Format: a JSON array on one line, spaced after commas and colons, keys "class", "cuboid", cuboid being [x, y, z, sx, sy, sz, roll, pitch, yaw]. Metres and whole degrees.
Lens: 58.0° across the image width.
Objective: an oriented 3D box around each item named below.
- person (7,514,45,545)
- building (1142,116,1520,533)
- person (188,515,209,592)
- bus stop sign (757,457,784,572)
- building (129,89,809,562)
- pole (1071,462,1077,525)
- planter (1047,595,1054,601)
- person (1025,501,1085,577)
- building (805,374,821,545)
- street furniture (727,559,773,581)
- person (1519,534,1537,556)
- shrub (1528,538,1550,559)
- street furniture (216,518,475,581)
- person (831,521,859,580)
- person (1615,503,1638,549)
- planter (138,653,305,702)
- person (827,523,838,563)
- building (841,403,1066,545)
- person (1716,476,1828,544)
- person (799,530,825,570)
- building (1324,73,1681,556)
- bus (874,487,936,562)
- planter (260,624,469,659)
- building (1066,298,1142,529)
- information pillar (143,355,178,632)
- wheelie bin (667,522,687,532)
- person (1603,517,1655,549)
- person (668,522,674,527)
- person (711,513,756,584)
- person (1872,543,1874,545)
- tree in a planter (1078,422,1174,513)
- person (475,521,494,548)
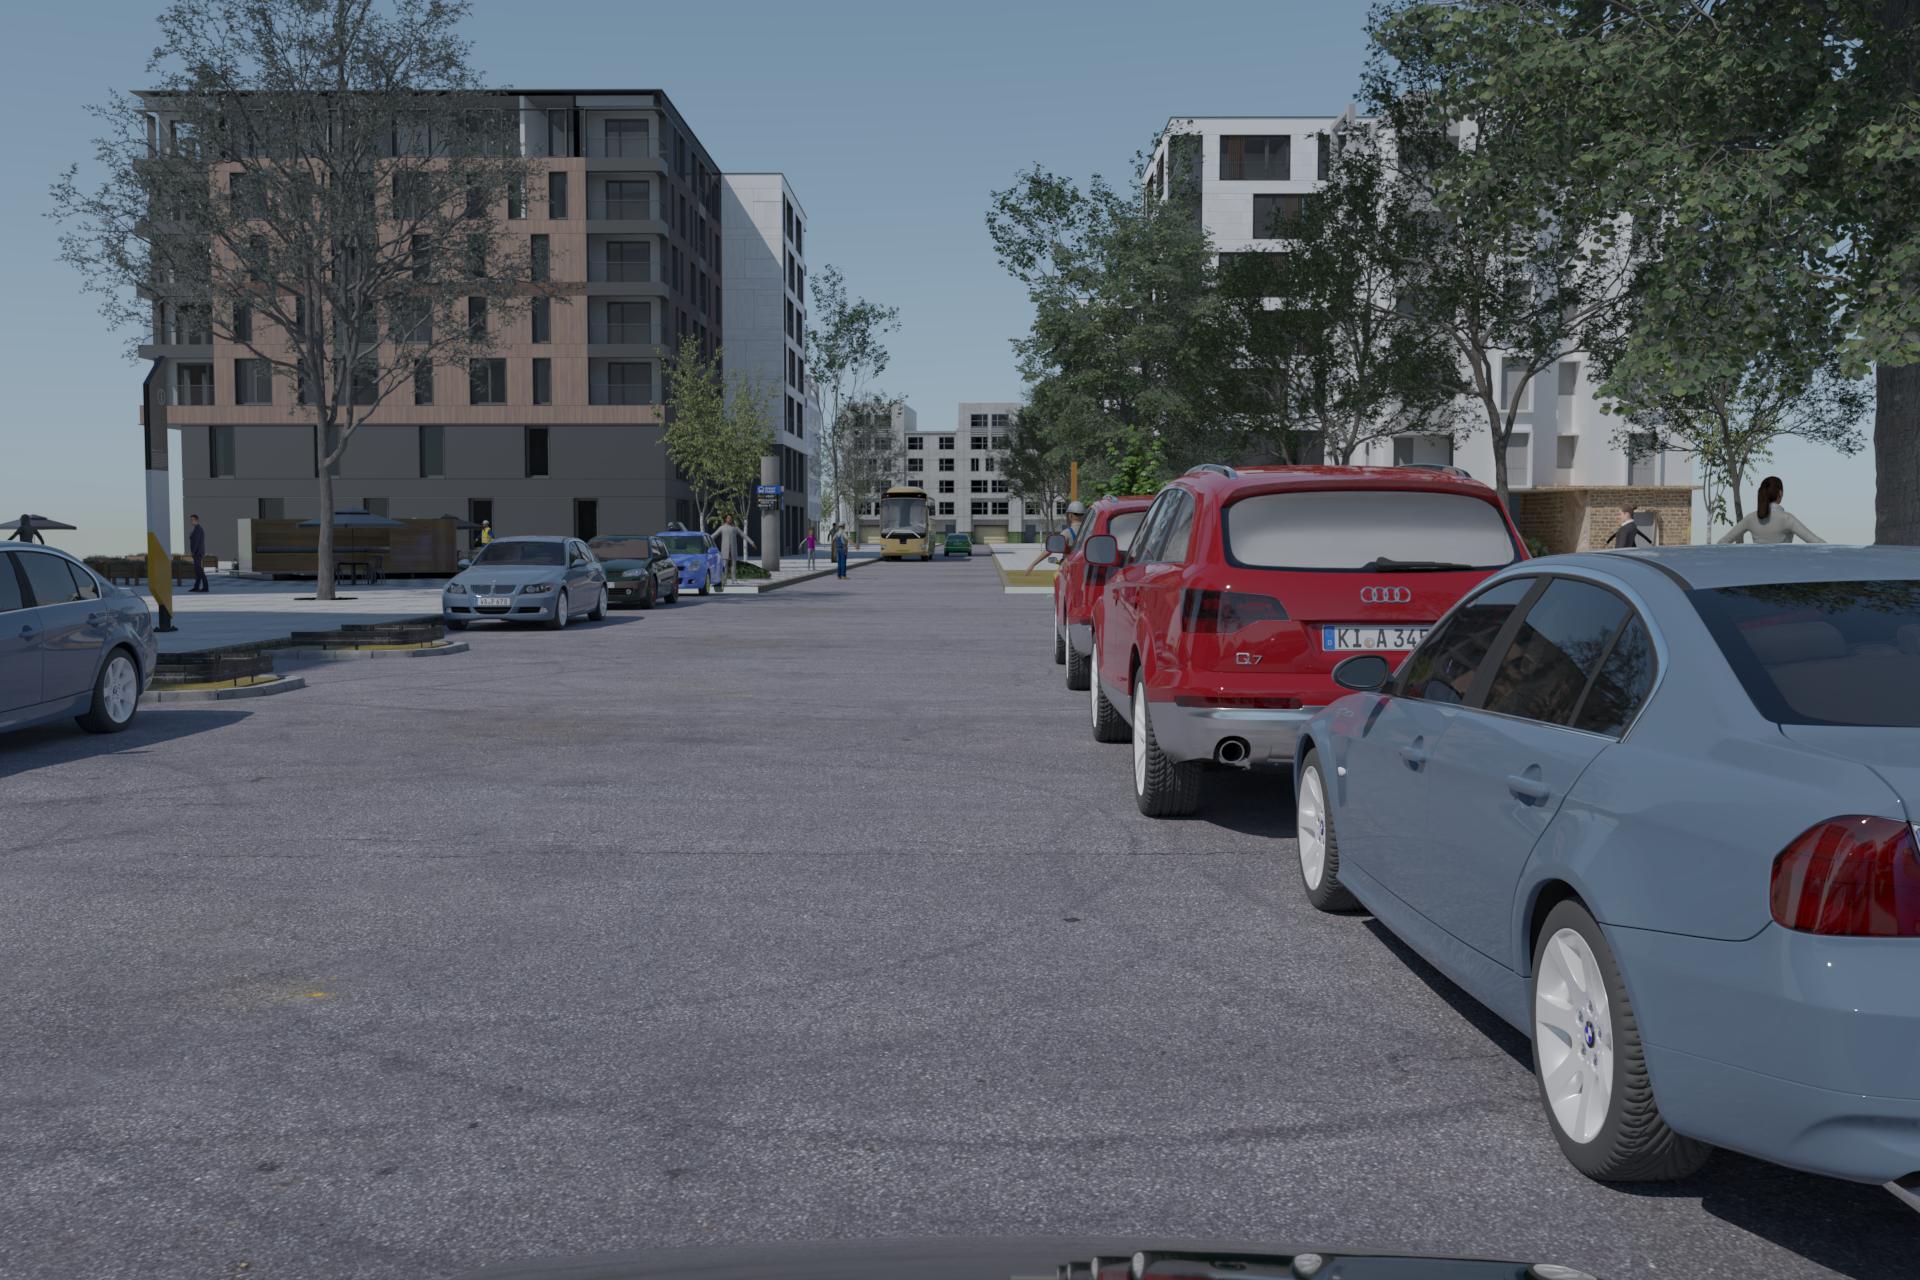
[{"class": "person", "cuboid": [-24.818, -2.438, 45.995, 0.705, 1.813, 1.348, 1, 4, 20]}, {"class": "building", "cuboid": [24.326, -15.742, 101.356, 27.936, 21.610, 32.646, 0, 4, 0]}, {"class": "person", "cuboid": [-16.818, -1.910, 38.193, 0.530, 1.710, 0.541, 0, 4, -7]}, {"class": "bus stop sign", "cuboid": [-6.466, -4.285, 59.083, 0.837, 3.901, 0.837, 0, 4, 0]}, {"class": "building", "cuboid": [-24.000, -15.431, 96.265, 27.936, 21.610, 32.646, 0, 4, 1]}, {"class": "pole", "cuboid": [3.229, -3.382, 49.132, 0.158, 3.312, 0.155, 0, 3, 0]}, {"class": "planter", "cuboid": [2.905, -1.026, 37.917, 1.991, 0.319, 1.994, 0, 4, 1]}, {"class": "person", "cuboid": [1.454, -0.830, 21.881, 1.347, 1.847, 0.705, -2, 4, -27]}, {"class": "building", "cuboid": [-22.620, -21.336, 205.266, 16.016, 20.090, 11.380, 0, 4, 0]}, {"class": "street furniture", "cuboid": [-8.449, -2.250, 52.411, 5.734, 0.657, 10.072, 0, 4, -5]}, {"class": "person", "cuboid": [9.033, -1.360, 29.011, 1.217, 1.736, 0.721, 2, 4, 28]}, {"class": "shrub", "cuboid": [15.762, -2.243, 47.792, 1.383, 1.207, 1.383, 0, 3, 0]}, {"class": "street furniture", "cuboid": [-17.279, -2.783, 52.357, 9.812, 1.723, 11.010, -2, 4, -33]}, {"class": "person", "cuboid": [-3.698, -2.837, 54.703, 0.705, 1.847, 1.347, -3, 5, -42]}, {"class": "person", "cuboid": [9.464, -1.097, 24.784, 0.445, 1.727, 0.742, 0, 4, 8]}, {"class": "planter", "cuboid": [-7.130, 0.331, 15.729, 1.991, 0.319, 1.994, 0, 4, 1]}, {"class": "person", "cuboid": [-5.583, -4.345, 77.320, 0.705, 1.796, 1.348, -3, 4, -38]}, {"class": "building", "cuboid": [0.435, -22.692, 239.934, 31.486, 18.905, 16.747, 0, 4, 5]}, {"class": "person", "cuboid": [6.369, -0.410, 13.539, 0.721, 1.735, 1.217, -3, 5, -40]}, {"class": "person", "cuboid": [-5.273, -3.208, 61.721, 0.991, 1.433, 0.599, -2, 4, -26]}, {"class": "building", "cuboid": [21.763, -13.528, 77.600, 16.016, 20.090, 11.380, 0, 4, 1]}, {"class": "bus", "cuboid": [-2.770, -6.241, 93.582, 2.896, 3.916, 12.252, 0, 4, 1]}, {"class": "planter", "cuboid": [-7.065, 0.014, 20.916, 1.991, 0.319, 1.994, 0, 4, 1]}, {"class": "building", "cuboid": [24.046, -19.703, 166.116, 27.936, 21.610, 32.646, 0, 4, 1]}, {"class": "information pillar", "cuboid": [-10.444, -1.909, 22.562, 0.183, 3.616, 0.504, 0, 4, 1]}, {"class": "wheelie bin", "cuboid": [-7.476, -2.340, 46.168, 0.693, 1.594, 0.980, 0, 4, 0]}, {"class": "person", "cuboid": [16.352, -2.177, 42.323, 1.216, 1.740, 0.721, 2, 4, 30]}, {"class": "person", "cuboid": [-13.029, -4.420, 78.394, 0.704, 1.817, 1.347, -3, 4, -38]}, {"class": "person", "cuboid": [-5.899, -2.333, 44.325, 1.347, 1.806, 0.705, -1, 4, -15]}, {"class": "person", "cuboid": [9.334, -0.644, 17.345, 0.721, 1.737, 1.217, 0, 4, -3]}, {"class": "tree in a planter", "cuboid": [2.803, -1.869, 27.778, 1.991, 3.239, 1.994, 0, 4, 2]}, {"class": "person", "cuboid": [-19.363, -3.959, 70.706, 1.349, 1.833, 0.705, 3, 5, 43]}]
